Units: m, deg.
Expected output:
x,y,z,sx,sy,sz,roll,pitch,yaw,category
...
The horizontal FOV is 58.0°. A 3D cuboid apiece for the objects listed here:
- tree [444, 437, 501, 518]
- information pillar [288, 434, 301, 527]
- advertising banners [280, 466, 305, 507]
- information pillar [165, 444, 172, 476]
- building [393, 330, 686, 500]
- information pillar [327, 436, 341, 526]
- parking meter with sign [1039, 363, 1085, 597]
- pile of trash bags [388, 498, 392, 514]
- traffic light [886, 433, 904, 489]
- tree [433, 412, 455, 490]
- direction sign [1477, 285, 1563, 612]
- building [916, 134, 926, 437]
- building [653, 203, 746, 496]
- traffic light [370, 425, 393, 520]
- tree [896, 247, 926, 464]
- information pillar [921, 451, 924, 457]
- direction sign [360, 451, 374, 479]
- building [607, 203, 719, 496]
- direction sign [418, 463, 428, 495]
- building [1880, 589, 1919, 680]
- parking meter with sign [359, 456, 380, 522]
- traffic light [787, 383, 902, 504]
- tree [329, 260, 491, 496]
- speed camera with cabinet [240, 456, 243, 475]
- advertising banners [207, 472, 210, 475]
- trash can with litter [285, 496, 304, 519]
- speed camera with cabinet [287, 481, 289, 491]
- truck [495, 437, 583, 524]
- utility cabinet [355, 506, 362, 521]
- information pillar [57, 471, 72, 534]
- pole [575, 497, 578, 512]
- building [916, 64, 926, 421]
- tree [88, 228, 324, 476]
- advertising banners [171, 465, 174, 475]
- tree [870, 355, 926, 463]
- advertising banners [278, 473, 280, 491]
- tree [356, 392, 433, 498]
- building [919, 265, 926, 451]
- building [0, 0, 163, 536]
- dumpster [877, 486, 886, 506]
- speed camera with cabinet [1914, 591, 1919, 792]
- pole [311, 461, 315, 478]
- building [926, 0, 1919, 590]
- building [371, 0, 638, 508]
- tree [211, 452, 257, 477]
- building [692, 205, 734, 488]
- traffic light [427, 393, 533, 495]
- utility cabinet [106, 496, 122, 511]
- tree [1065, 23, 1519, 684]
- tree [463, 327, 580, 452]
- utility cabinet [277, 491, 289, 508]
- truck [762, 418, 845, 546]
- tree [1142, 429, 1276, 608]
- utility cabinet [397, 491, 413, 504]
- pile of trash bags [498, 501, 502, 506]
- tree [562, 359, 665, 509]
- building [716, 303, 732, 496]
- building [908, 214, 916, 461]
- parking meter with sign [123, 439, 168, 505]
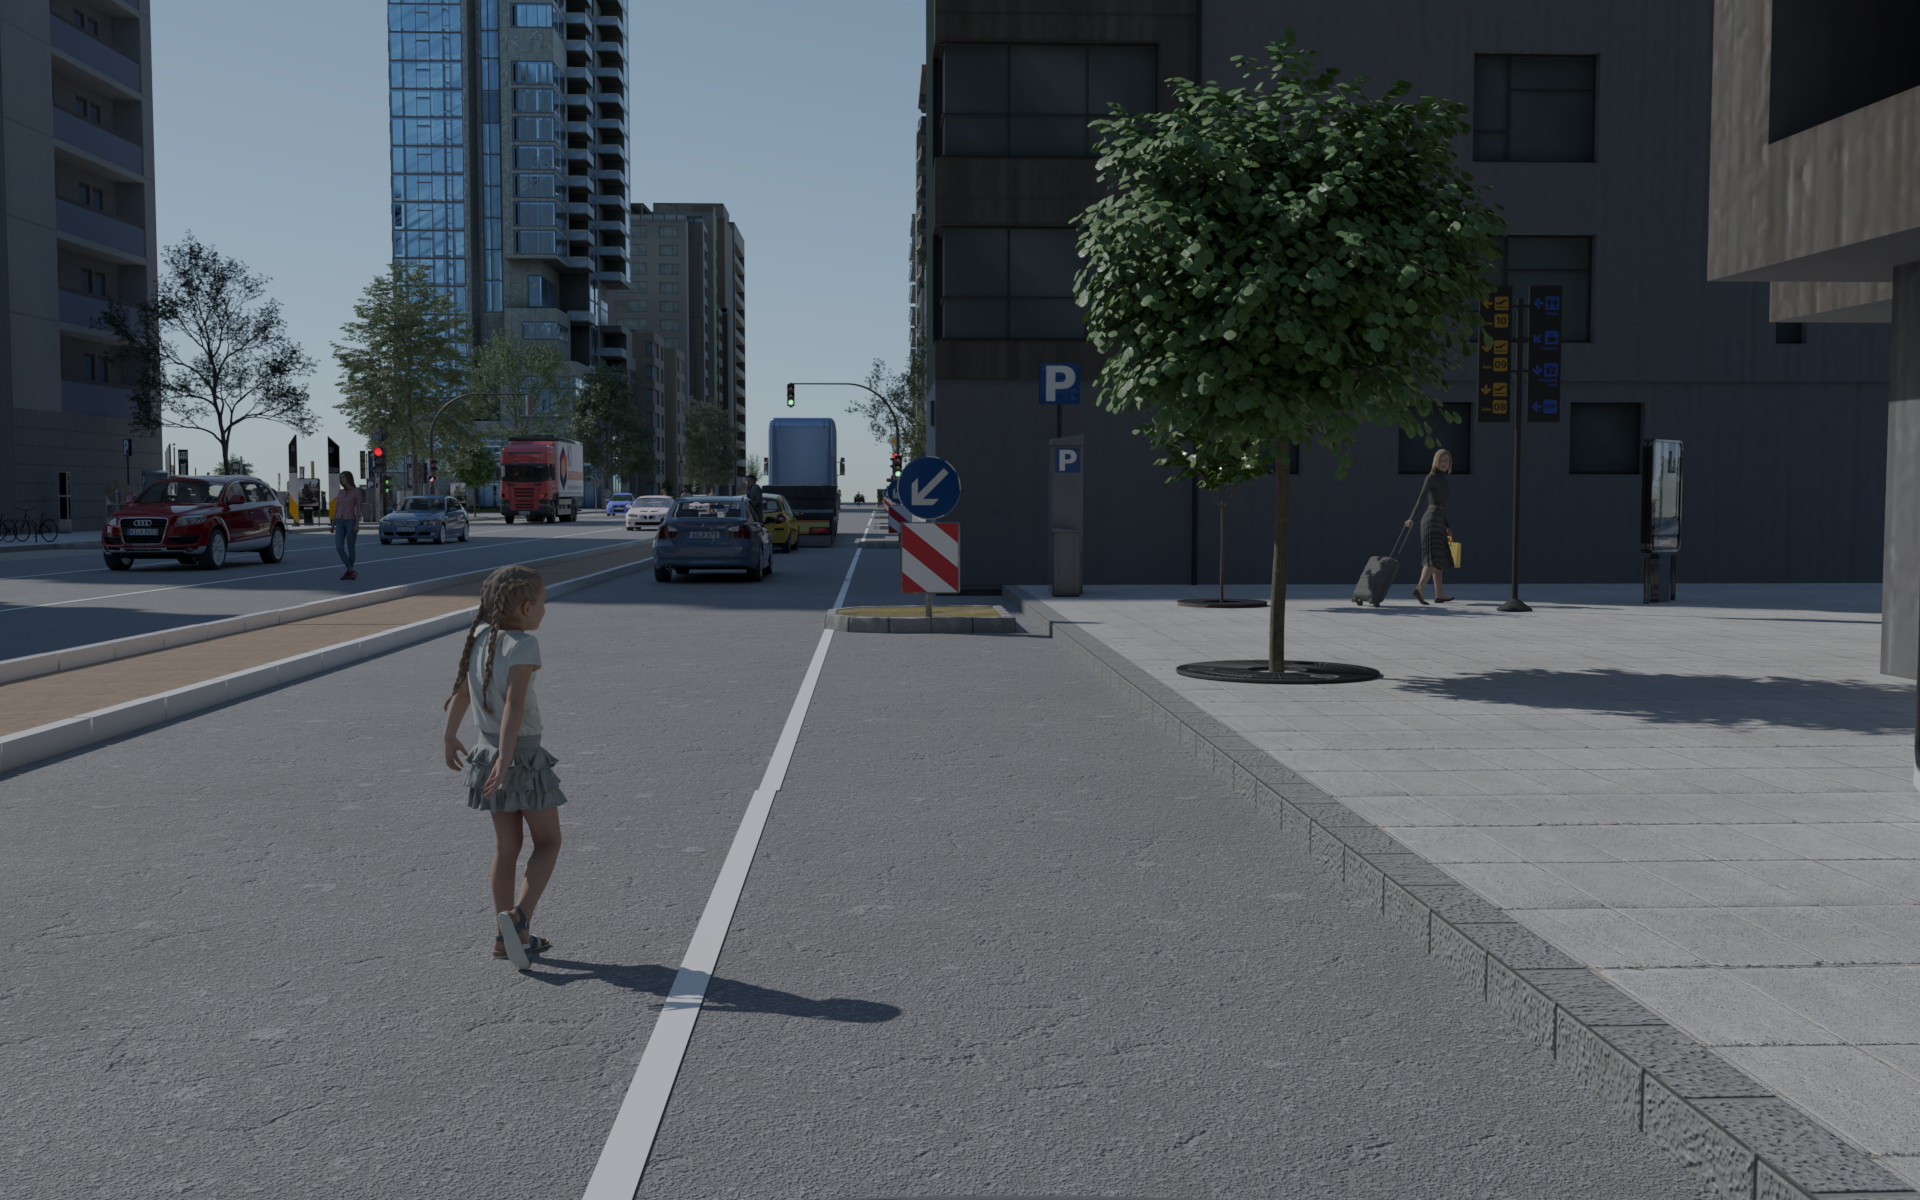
x,y,z,sx,sy,sz,roll,pitch,yaw,category
-26.797,-6.826,95.320,4.285,4.588,4.351,0,3,0,tree
-26.234,-4.699,68.181,0.504,3.616,0.183,3,4,36,information pillar
-41.923,-6.906,109.105,2.074,3.025,0.090,2,4,32,advertising banners
-36.744,-5.449,80.441,0.504,3.616,0.183,3,5,42,information pillar
-47.018,-21.608,198.325,27.650,21.520,28.899,0,4,-3,building
-25.278,-4.806,69.938,0.504,3.616,0.183,0,4,8,information pillar
1.335,-1.592,22.296,0.543,3.016,1.738,0,4,-1,parking meter with sign
-38.689,-6.333,113.289,3.447,1.369,1.912,2,4,27,pile of trash bags
-2.939,-5.509,78.990,0.839,4.253,0.868,0,4,-3,traffic light
-40.194,-11.015,130.461,4.360,8.622,3.978,0,3,0,tree
6.085,-1.645,18.898,0.876,3.537,0.379,0,4,4,direction sign
1.938,-31.462,198.005,14.154,41.232,14.086,0,4,-3,building
-47.425,-40.741,289.824,21.300,48.544,21.600,0,4,-3,building
-23.412,-4.962,70.045,0.839,4.253,0.868,0,4,-3,traffic light
1.079,-5.530,40.777,4.737,8.622,4.395,0,3,0,tree
-2.058,-6.294,94.267,0.183,3.616,0.504,1,4,15,information pillar
-30.903,-6.012,90.286,0.876,3.537,0.379,1,4,23,direction sign
-41.800,-34.256,243.674,14.154,41.232,14.086,0,4,-3,building
-39.252,-8.225,126.476,0.876,3.537,0.379,-1,4,-17,direction sign
12.016,-14.498,8.742,14.160,30.474,14.107,0,4,-3,building
-26.767,-5.053,78.885,0.543,3.016,1.738,0,4,-2,parking meter with sign
-4.659,-5.878,70.776,4.771,5.953,1.251,0,4,-3,traffic light
-27.181,-10.196,84.824,7.486,12.596,7.792,0,3,0,tree
-37.661,-5.914,91.032,0.660,3.252,2.038,0,4,-1,speed camera with cabinet
-60.186,-8.668,137.901,0.090,3.025,2.074,0,4,4,advertising banners
-33.614,-4.665,87.663,1.055,1.170,0.624,0,4,2,trash can with litter
-46.509,-7.668,119.703,0.660,3.252,2.038,1,4,14,speed camera with cabinet
-21.046,-6.013,87.219,2.839,4.237,11.283,0,4,-4,truck
-28.844,-4.330,81.963,1.020,1.237,0.306,1,4,10,utility cabinet
-29.151,-3.174,56.384,0.304,2.012,0.304,-1,4,-11,information pillar
-27.744,-8.036,125.223,0.158,3.312,0.155,0,3,0,pole
6.771,-31.912,176.380,22.147,44.769,28.867,0,4,-3,building
-26.250,-7.773,61.499,7.601,10.594,8.767,0,4,2,tree
-47.721,-6.606,104.193,2.074,3.025,0.090,3,5,41,advertising banners
-1.166,-10.605,107.798,8.767,10.594,7.601,-1,4,-13,tree
-56.988,-9.054,144.217,0.090,3.025,2.074,-3,5,-44,advertising banners
-38.443,-10.182,116.839,4.360,8.622,3.978,0,3,0,tree
10.804,-18.075,140.573,27.650,21.520,28.899,0,4,-3,building
-44.004,-31.617,58.930,28.212,58.520,21.231,0,4,-3,building
-7.761,-10.825,181.945,1.985,2.255,1.502,0,4,-4,dumpster
3.965,-0.733,6.314,0.660,3.252,2.038,1,4,23,speed camera with cabinet
-39.871,-6.905,106.741,0.158,3.312,0.155,0,3,0,pole
6.354,-15.833,30.573,14.160,30.474,14.107,0,4,-3,building
-42.747,-52.196,166.068,22.319,86.520,31.000,0,4,-3,building
-57.317,-9.366,136.855,4.285,4.588,4.351,0,3,0,tree
-43.080,-38.020,271.736,14.600,45.320,14.200,0,4,-3,building
-21.692,-6.329,78.152,4.771,5.953,1.251,0,4,-3,traffic light
-25.197,-2.474,51.613,0.306,1.237,1.020,-2,4,-34,utility cabinet
2.226,-1.740,12.163,4.285,4.588,4.351,0,3,0,tree
-27.574,-11.215,109.128,9.928,11.665,9.643,0,3,0,tree
-45.664,-6.599,116.578,1.173,1.500,0.318,-2,4,-30,utility cabinet
-5.175,-3.998,55.120,2.967,4.110,18.799,0,4,-4,truck
2.881,-1.544,19.838,1.663,3.219,1.824,0,3,0,tree
-38.939,-6.906,121.592,0.318,1.500,1.173,2,4,35,utility cabinet
-32.104,-7.139,126.478,1.912,1.369,3.447,2,4,25,pile of trash bags
-29.962,-14.066,146.981,9.611,12.733,9.660,0,3,0,tree
-41.780,-29.750,258.106,14.160,30.474,14.107,0,4,-3,building
2.403,-41.481,297.827,23.786,49.044,30.456,0,4,-3,building
-25.707,-3.615,55.365,1.738,3.016,0.543,-3,5,-43,parking meter with sign
